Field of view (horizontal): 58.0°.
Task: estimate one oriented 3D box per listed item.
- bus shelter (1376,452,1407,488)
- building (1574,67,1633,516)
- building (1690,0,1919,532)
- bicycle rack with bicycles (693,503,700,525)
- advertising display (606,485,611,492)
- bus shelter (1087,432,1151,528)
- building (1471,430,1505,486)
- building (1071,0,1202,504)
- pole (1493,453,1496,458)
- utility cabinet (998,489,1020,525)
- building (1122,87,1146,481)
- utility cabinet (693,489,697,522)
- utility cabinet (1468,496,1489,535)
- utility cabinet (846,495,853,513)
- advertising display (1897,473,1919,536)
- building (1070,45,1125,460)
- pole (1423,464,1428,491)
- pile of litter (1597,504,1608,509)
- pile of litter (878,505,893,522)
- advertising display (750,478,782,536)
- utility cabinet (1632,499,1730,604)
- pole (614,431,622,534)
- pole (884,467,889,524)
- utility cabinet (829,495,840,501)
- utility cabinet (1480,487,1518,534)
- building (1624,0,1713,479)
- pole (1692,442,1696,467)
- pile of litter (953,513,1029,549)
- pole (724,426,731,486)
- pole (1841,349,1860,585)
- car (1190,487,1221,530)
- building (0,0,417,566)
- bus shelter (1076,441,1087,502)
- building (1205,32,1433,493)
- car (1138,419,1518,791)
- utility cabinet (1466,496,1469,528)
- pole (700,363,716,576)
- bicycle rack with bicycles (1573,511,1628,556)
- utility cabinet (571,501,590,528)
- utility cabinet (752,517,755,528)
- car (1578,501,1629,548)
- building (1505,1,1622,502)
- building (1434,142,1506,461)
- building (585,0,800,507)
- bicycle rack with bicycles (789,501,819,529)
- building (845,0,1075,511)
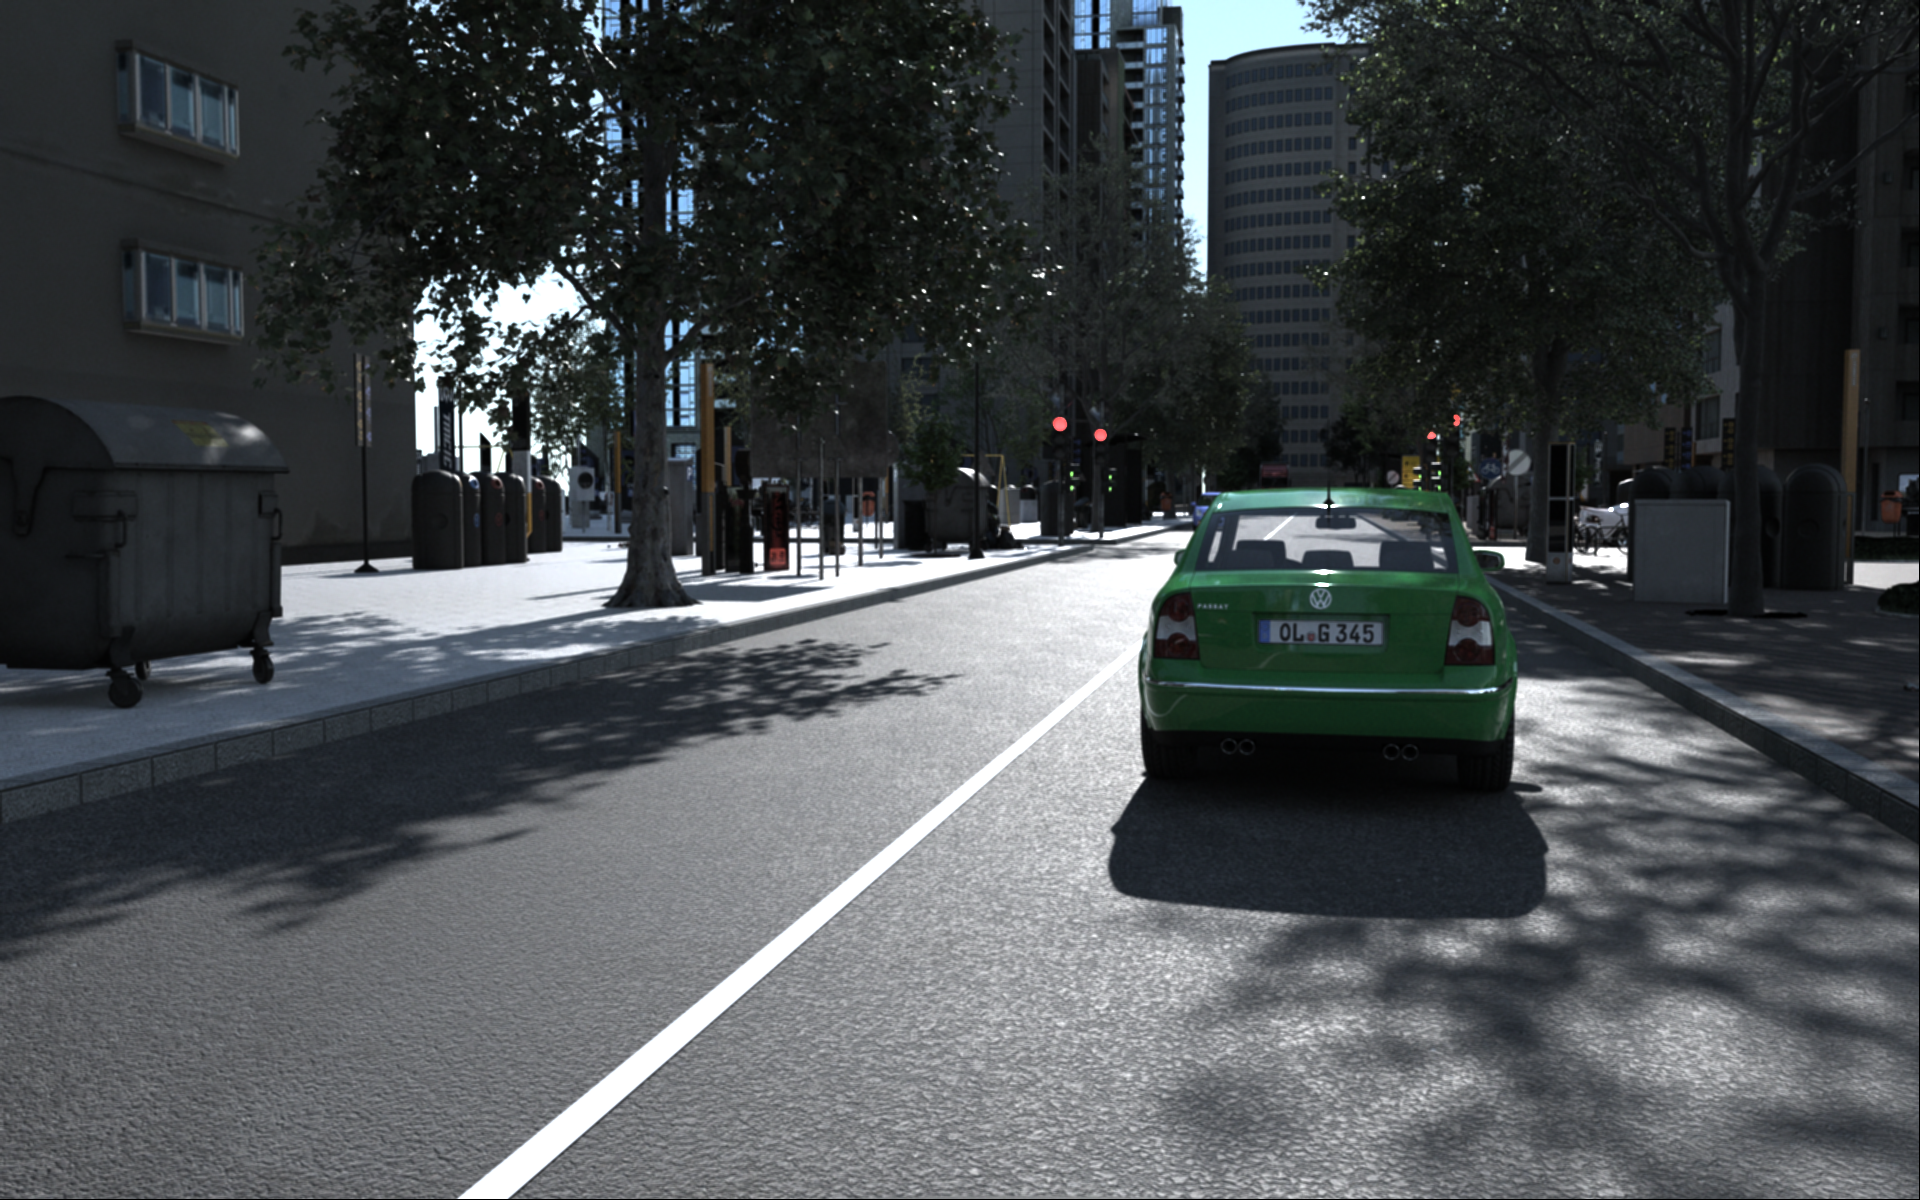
[{"bbox_3d":[24.792,-6.601,99.204,1.731,3.624,6.357,1,4,12],"label":"bus shelter"},{"bbox_3d":[52.230,-24.956,99.911,32.217,40.220,23.993,1,4,12],"label":"building"},{"bbox_3d":[35.217,-17.772,62.270,14.107,30.474,14.160,1,4,12],"label":"building"},{"bbox_3d":[-11.863,-3.562,71.626,2.852,0.926,2.925,0,4,5],"label":"bicycle rack with bicycles"},{"bbox_3d":[-24.036,-6.919,118.338,0.123,1.923,0.974,-2,4,-24],"label":"advertising display"},{"bbox_3d":[6.467,-4.765,69.186,1.731,3.624,6.357,1,4,12],"label":"bus shelter"},{"bbox_3d":[62.000,-52.068,163.977,22.319,86.520,31.000,1,4,12],"label":"building"},{"bbox_3d":[16.697,-56.125,230.322,31.000,86.520,22.319,1,4,12],"label":"building"},{"bbox_3d":[26.231,-5.579,85.062,0.158,3.312,0.155,0,3,0],"label":"pole"},{"bbox_3d":[2.016,-3.838,71.426,0.318,1.500,1.173,2,4,35],"label":"utility cabinet"},{"bbox_3d":[5.091,-32.252,181.937,28.867,44.769,22.147,1,4,12],"label":"building"},{"bbox_3d":[-11.997,-4.287,78.765,0.318,1.500,1.173,3,4,37],"label":"utility cabinet"},{"bbox_3d":[16.464,-2.659,54.636,0.306,1.237,1.020,3,4,37],"label":"utility cabinet"},{"bbox_3d":[-7.125,-6.367,115.255,1.020,1.237,0.306,2,4,35],"label":"utility cabinet"},{"bbox_3d":[29.143,-2.916,52.891,0.123,1.923,0.974,-3,5,-39],"label":"advertising display"},{"bbox_3d":[6.913,-28.860,155.447,14.154,41.232,14.086,1,4,12],"label":"building"},{"bbox_3d":[15.142,-3.816,56.240,0.158,3.312,0.155,0,3,0],"label":"pole"},{"bbox_3d":[28.207,-3.825,76.507,1.176,0.858,1.719,-1,4,-9],"label":"pile of litter"},{"bbox_3d":[-3.339,-4.059,80.329,1.176,0.858,1.719,1,4,9],"label":"pile of litter"},{"bbox_3d":[-5.981,-2.951,53.465,0.974,1.923,0.123,-1,4,-17],"label":"advertising display"},{"bbox_3d":[8.575,-0.577,20.602,1.020,1.237,0.306,2,4,32],"label":"utility cabinet"},{"bbox_3d":[-11.133,-3.820,56.308,0.158,3.312,0.155,0,3,0],"label":"pole"},{"bbox_3d":[-3.201,-4.992,75.464,0.158,3.312,0.155,0,3,0],"label":"pole"},{"bbox_3d":[-9.078,-6.962,124.986,1.020,1.237,0.306,3,5,44],"label":"utility cabinet"},{"bbox_3d":[17.345,-2.880,55.772,0.318,1.500,1.173,-3,5,-44],"label":"utility cabinet"},{"bbox_3d":[37.760,-25.995,75.125,14.600,45.320,14.200,1,4,12],"label":"building"},{"bbox_3d":[28.840,-4.549,68.214,0.158,3.312,0.155,0,3,0],"label":"pole"},{"bbox_3d":[0.719,-1.629,40.595,1.719,0.858,1.176,1,4,23],"label":"pile of litter"},{"bbox_3d":[-7.001,-3.572,52.240,0.158,3.312,0.155,0,3,0],"label":"pole"},{"bbox_3d":[12.589,-1.877,24.532,0.158,3.312,0.155,0,3,0],"label":"pole"},{"bbox_3d":[10.210,-3.649,69.250,1.945,1.707,3.694,1,4,10],"label":"car"},{"bbox_3d":[-23.552,-24.592,25.785,21.600,48.544,21.300,1,4,12],"label":"building"},{"bbox_3d":[6.318,-5.165,75.735,1.731,3.624,6.357,1,4,12],"label":"bus shelter"},{"bbox_3d":[46.451,-41.763,224.830,28.212,58.520,21.231,1,4,12],"label":"building"},{"bbox_3d":[2.126,-0.066,9.869,1.959,1.807,4.718,1,4,14],"label":"car"},{"bbox_3d":[19.552,-3.351,65.946,0.306,1.237,1.020,2,4,31],"label":"utility cabinet"},{"bbox_3d":[-3.948,-2.036,27.129,0.158,3.312,0.155,0,3,0],"label":"pole"},{"bbox_3d":[13.306,-1.450,37.095,2.925,0.926,2.852,-2,4,-28],"label":"bicycle rack with bicycles"},{"bbox_3d":[-14.320,-3.470,65.421,0.318,1.500,1.173,0,4,7],"label":"utility cabinet"},{"bbox_3d":[-8.287,-3.441,64.932,1.173,1.500,0.318,-2,4,-28],"label":"utility cabinet"},{"bbox_3d":[18.240,-1.936,44.010,4.827,1.381,2.083,1,4,12],"label":"car"},{"bbox_3d":[54.303,-36.345,136.245,21.231,58.520,28.212,1,4,12],"label":"building"},{"bbox_3d":[75.392,-36.735,220.227,30.456,49.044,23.786,1,4,12],"label":"building"},{"bbox_3d":[-24.470,-53.385,185.519,31.000,86.520,22.319,1,4,12],"label":"building"},{"bbox_3d":[-5.958,-3.115,64.320,2.925,0.926,2.852,0,4,-3],"label":"bicycle rack with bicycles"},{"bbox_3d":[0.194,-42.734,136.956,20.563,71.187,20.611,1,4,12],"label":"building"}]
